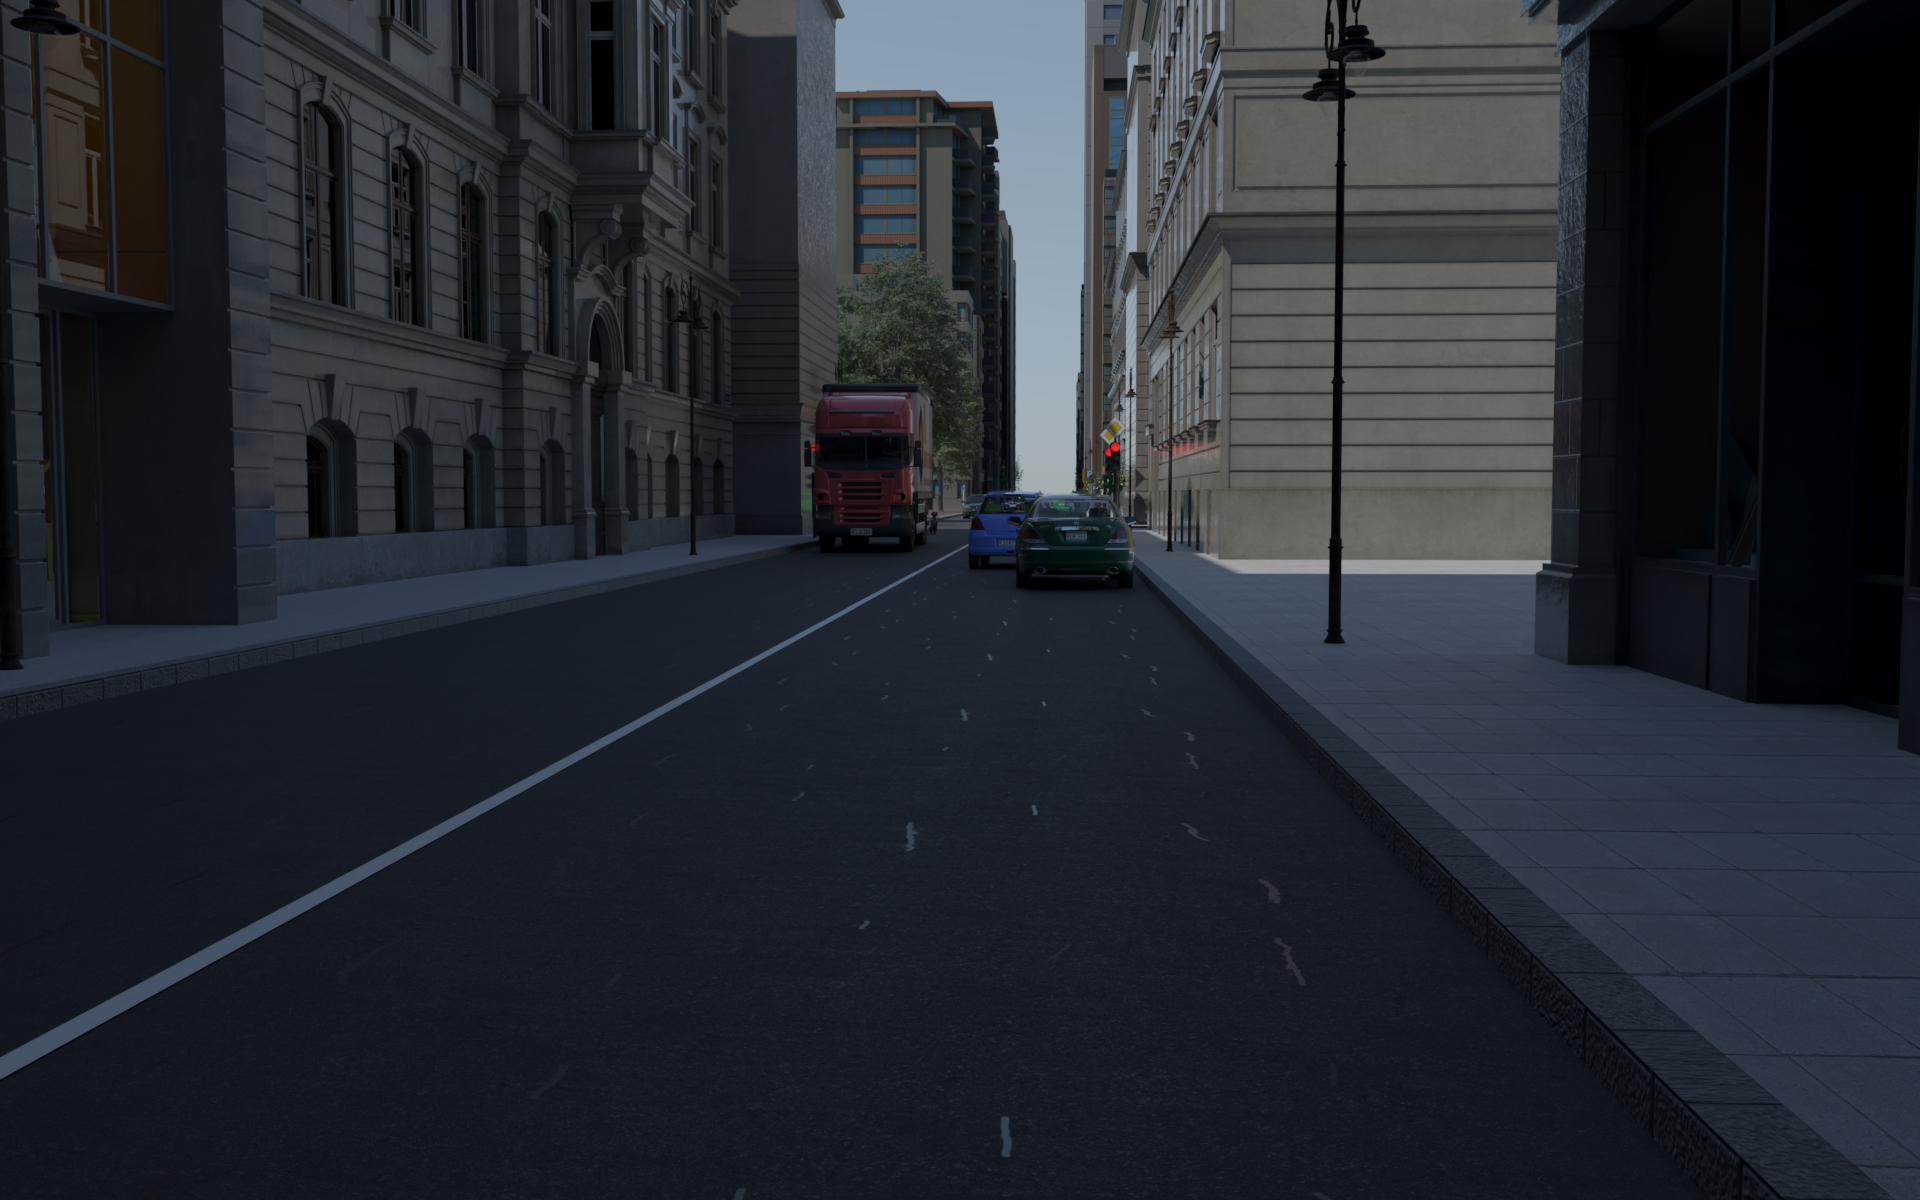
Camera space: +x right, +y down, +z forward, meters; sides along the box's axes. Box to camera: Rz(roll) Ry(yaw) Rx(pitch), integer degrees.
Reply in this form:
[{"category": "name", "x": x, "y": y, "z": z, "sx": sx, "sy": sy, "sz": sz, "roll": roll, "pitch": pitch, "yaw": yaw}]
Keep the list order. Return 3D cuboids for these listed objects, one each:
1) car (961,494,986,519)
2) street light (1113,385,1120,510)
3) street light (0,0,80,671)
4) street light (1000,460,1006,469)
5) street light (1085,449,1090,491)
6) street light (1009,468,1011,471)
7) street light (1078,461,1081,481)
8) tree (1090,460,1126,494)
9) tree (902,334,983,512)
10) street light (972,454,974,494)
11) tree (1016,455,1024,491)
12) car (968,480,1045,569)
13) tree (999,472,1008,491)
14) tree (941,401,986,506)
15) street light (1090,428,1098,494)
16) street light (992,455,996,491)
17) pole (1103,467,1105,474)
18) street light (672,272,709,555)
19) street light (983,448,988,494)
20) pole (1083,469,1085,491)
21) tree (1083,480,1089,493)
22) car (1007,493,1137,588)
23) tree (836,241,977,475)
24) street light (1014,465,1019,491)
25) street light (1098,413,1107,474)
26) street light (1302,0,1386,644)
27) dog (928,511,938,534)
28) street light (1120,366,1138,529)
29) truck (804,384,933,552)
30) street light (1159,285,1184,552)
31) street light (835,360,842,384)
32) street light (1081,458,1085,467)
[{"category": "car", "x": 1.099, "y": -5.573, "z": 100.905, "sx": 2.009, "sy": 1.686, "sz": 4.222, "roll": 0, "pitch": 4, "yaw": 4}, {"category": "street light", "x": 6.744, "y": -6.158, "z": 73.477, "sx": 0.468, "sy": 5.910, "sz": 1.993, "roll": 0, "pitch": 4, "yaw": 3}, {"category": "street light", "x": -6.956, "y": -2.429, "z": 12.498, "sx": 0.468, "sy": 5.910, "sz": 1.993, "roll": 0, "pitch": 4, "yaw": 3}, {"category": "street light", "x": 5.891, "y": -15.803, "z": 231.169, "sx": 0.468, "sy": 5.910, "sz": 1.993, "roll": 0, "pitch": 4, "yaw": 3}, {"category": "street light", "x": 11.251, "y": -10.825, "z": 149.778, "sx": 0.468, "sy": 5.910, "sz": 1.993, "roll": 0, "pitch": 4, "yaw": 3}, {"category": "street light", "x": 7.378, "y": -17.255, "z": 254.898, "sx": 0.468, "sy": 5.910, "sz": 1.993, "roll": 0, "pitch": 4, "yaw": 3}, {"category": "street light", "x": 14.074, "y": -13.773, "z": 197.968, "sx": 0.468, "sy": 5.910, "sz": 1.993, "roll": 0, "pitch": 4, "yaw": 3}, {"category": "tree", "x": 7.615, "y": -5.564, "z": 85.573, "sx": 1.663, "sy": 3.219, "sz": 1.824, "roll": 0, "pitch": 3, "yaw": 0}, {"category": "tree", "x": -1.675, "y": -12.443, "z": 121.563, "sx": 7.486, "sy": 12.596, "sz": 7.792, "roll": 0, "pitch": 3, "yaw": 0}, {"category": "street light", "x": 1.089, "y": -10.726, "z": 148.163, "sx": 0.468, "sy": 5.910, "sz": 1.993, "roll": 0, "pitch": 4, "yaw": 3}, {"category": "tree", "x": 9.566, "y": -21.767, "z": 306.254, "sx": 4.737, "sy": 8.622, "sz": 4.395, "roll": 0, "pitch": 3, "yaw": 0}, {"category": "car", "x": 1.120, "y": -1.517, "z": 34.400, "sx": 1.945, "sy": 1.707, "sz": 3.694, "roll": 0, "pitch": 4, "yaw": 5}, {"category": "tree", "x": 4.626, "y": -14.701, "z": 224.071, "sx": 4.285, "sy": 4.588, "sz": 4.351, "roll": 0, "pitch": 3, "yaw": 0}, {"category": "tree", "x": 0.214, "y": -11.386, "z": 136.526, "sx": 4.360, "sy": 8.622, "sz": 3.978, "roll": 0, "pitch": 3, "yaw": 0}, {"category": "street light", "x": 9.529, "y": -9.086, "z": 121.340, "sx": 0.468, "sy": 5.910, "sz": 1.993, "roll": 0, "pitch": 4, "yaw": 3}, {"category": "street light", "x": 3.862, "y": -13.640, "z": 195.796, "sx": 0.468, "sy": 5.910, "sz": 1.993, "roll": 0, "pitch": 4, "yaw": 3}, {"category": "pole", "x": 10.640, "y": -8.220, "z": 128.245, "sx": 0.158, "sy": 3.312, "sz": 0.155, "roll": 0, "pitch": 3, "yaw": 0}, {"category": "street light", "x": -5.607, "y": -3.881, "z": 36.235, "sx": 0.468, "sy": 5.910, "sz": 1.993, "roll": 0, "pitch": 4, "yaw": 3}, {"category": "street light", "x": 2.509, "y": -12.178, "z": 171.896, "sx": 0.468, "sy": 5.910, "sz": 1.993, "roll": 0, "pitch": 4, "yaw": 3}, {"category": "pole", "x": 10.012, "y": -8.938, "z": 139.986, "sx": 0.158, "sy": 3.312, "sz": 0.155, "roll": 0, "pitch": 3, "yaw": 0}, {"category": "tree", "x": 11.439, "y": -9.351, "z": 147.486, "sx": 1.663, "sy": 3.219, "sz": 1.824, "roll": 0, "pitch": 3, "yaw": 0}, {"category": "car", "x": 1.818, "y": -0.985, "z": 27.910, "sx": 2.131, "sy": 1.459, "sz": 4.920, "roll": 0, "pitch": 4, "yaw": 2}, {"category": "tree", "x": -3.668, "y": -11.155, "z": 89.043, "sx": 9.857, "sy": 13.997, "sz": 8.962, "roll": 0, "pitch": 3, "yaw": 0}, {"category": "street light", "x": 8.771, "y": -18.706, "z": 278.633, "sx": 0.468, "sy": 5.910, "sz": 1.993, "roll": 0, "pitch": 4, "yaw": 3}, {"category": "street light", "x": 8.170, "y": -7.610, "z": 97.210, "sx": 0.468, "sy": 5.910, "sz": 1.993, "roll": 0, "pitch": 4, "yaw": 3}, {"category": "street light", "x": 3.228, "y": -2.567, "z": 14.756, "sx": 0.468, "sy": 5.910, "sz": 1.993, "roll": 0, "pitch": 4, "yaw": 3}, {"category": "dog", "x": -0.860, "y": -2.742, "z": 61.662, "sx": 0.513, "sy": 0.831, "sz": 0.800, "roll": 2, "pitch": 4, "yaw": 28}, {"category": "street light", "x": 6.156, "y": -5.492, "z": 62.578, "sx": 0.468, "sy": 5.910, "sz": 1.993, "roll": 0, "pitch": 4, "yaw": 3}, {"category": "truck", "x": -2.211, "y": -3.511, "z": 46.325, "sx": 2.839, "sy": 4.237, "sz": 11.283, "roll": 0, "pitch": 4, "yaw": 2}, {"category": "street light", "x": 4.679, "y": -4.018, "z": 38.487, "sx": 0.468, "sy": 5.910, "sz": 1.993, "roll": 0, "pitch": 4, "yaw": 3}, {"category": "street light", "x": -4.192, "y": -5.332, "z": 59.968, "sx": 0.468, "sy": 5.910, "sz": 1.993, "roll": 0, "pitch": 4, "yaw": 3}, {"category": "street light", "x": 12.608, "y": -12.290, "z": 173.723, "sx": 0.468, "sy": 5.910, "sz": 1.993, "roll": 0, "pitch": 4, "yaw": 3}]
